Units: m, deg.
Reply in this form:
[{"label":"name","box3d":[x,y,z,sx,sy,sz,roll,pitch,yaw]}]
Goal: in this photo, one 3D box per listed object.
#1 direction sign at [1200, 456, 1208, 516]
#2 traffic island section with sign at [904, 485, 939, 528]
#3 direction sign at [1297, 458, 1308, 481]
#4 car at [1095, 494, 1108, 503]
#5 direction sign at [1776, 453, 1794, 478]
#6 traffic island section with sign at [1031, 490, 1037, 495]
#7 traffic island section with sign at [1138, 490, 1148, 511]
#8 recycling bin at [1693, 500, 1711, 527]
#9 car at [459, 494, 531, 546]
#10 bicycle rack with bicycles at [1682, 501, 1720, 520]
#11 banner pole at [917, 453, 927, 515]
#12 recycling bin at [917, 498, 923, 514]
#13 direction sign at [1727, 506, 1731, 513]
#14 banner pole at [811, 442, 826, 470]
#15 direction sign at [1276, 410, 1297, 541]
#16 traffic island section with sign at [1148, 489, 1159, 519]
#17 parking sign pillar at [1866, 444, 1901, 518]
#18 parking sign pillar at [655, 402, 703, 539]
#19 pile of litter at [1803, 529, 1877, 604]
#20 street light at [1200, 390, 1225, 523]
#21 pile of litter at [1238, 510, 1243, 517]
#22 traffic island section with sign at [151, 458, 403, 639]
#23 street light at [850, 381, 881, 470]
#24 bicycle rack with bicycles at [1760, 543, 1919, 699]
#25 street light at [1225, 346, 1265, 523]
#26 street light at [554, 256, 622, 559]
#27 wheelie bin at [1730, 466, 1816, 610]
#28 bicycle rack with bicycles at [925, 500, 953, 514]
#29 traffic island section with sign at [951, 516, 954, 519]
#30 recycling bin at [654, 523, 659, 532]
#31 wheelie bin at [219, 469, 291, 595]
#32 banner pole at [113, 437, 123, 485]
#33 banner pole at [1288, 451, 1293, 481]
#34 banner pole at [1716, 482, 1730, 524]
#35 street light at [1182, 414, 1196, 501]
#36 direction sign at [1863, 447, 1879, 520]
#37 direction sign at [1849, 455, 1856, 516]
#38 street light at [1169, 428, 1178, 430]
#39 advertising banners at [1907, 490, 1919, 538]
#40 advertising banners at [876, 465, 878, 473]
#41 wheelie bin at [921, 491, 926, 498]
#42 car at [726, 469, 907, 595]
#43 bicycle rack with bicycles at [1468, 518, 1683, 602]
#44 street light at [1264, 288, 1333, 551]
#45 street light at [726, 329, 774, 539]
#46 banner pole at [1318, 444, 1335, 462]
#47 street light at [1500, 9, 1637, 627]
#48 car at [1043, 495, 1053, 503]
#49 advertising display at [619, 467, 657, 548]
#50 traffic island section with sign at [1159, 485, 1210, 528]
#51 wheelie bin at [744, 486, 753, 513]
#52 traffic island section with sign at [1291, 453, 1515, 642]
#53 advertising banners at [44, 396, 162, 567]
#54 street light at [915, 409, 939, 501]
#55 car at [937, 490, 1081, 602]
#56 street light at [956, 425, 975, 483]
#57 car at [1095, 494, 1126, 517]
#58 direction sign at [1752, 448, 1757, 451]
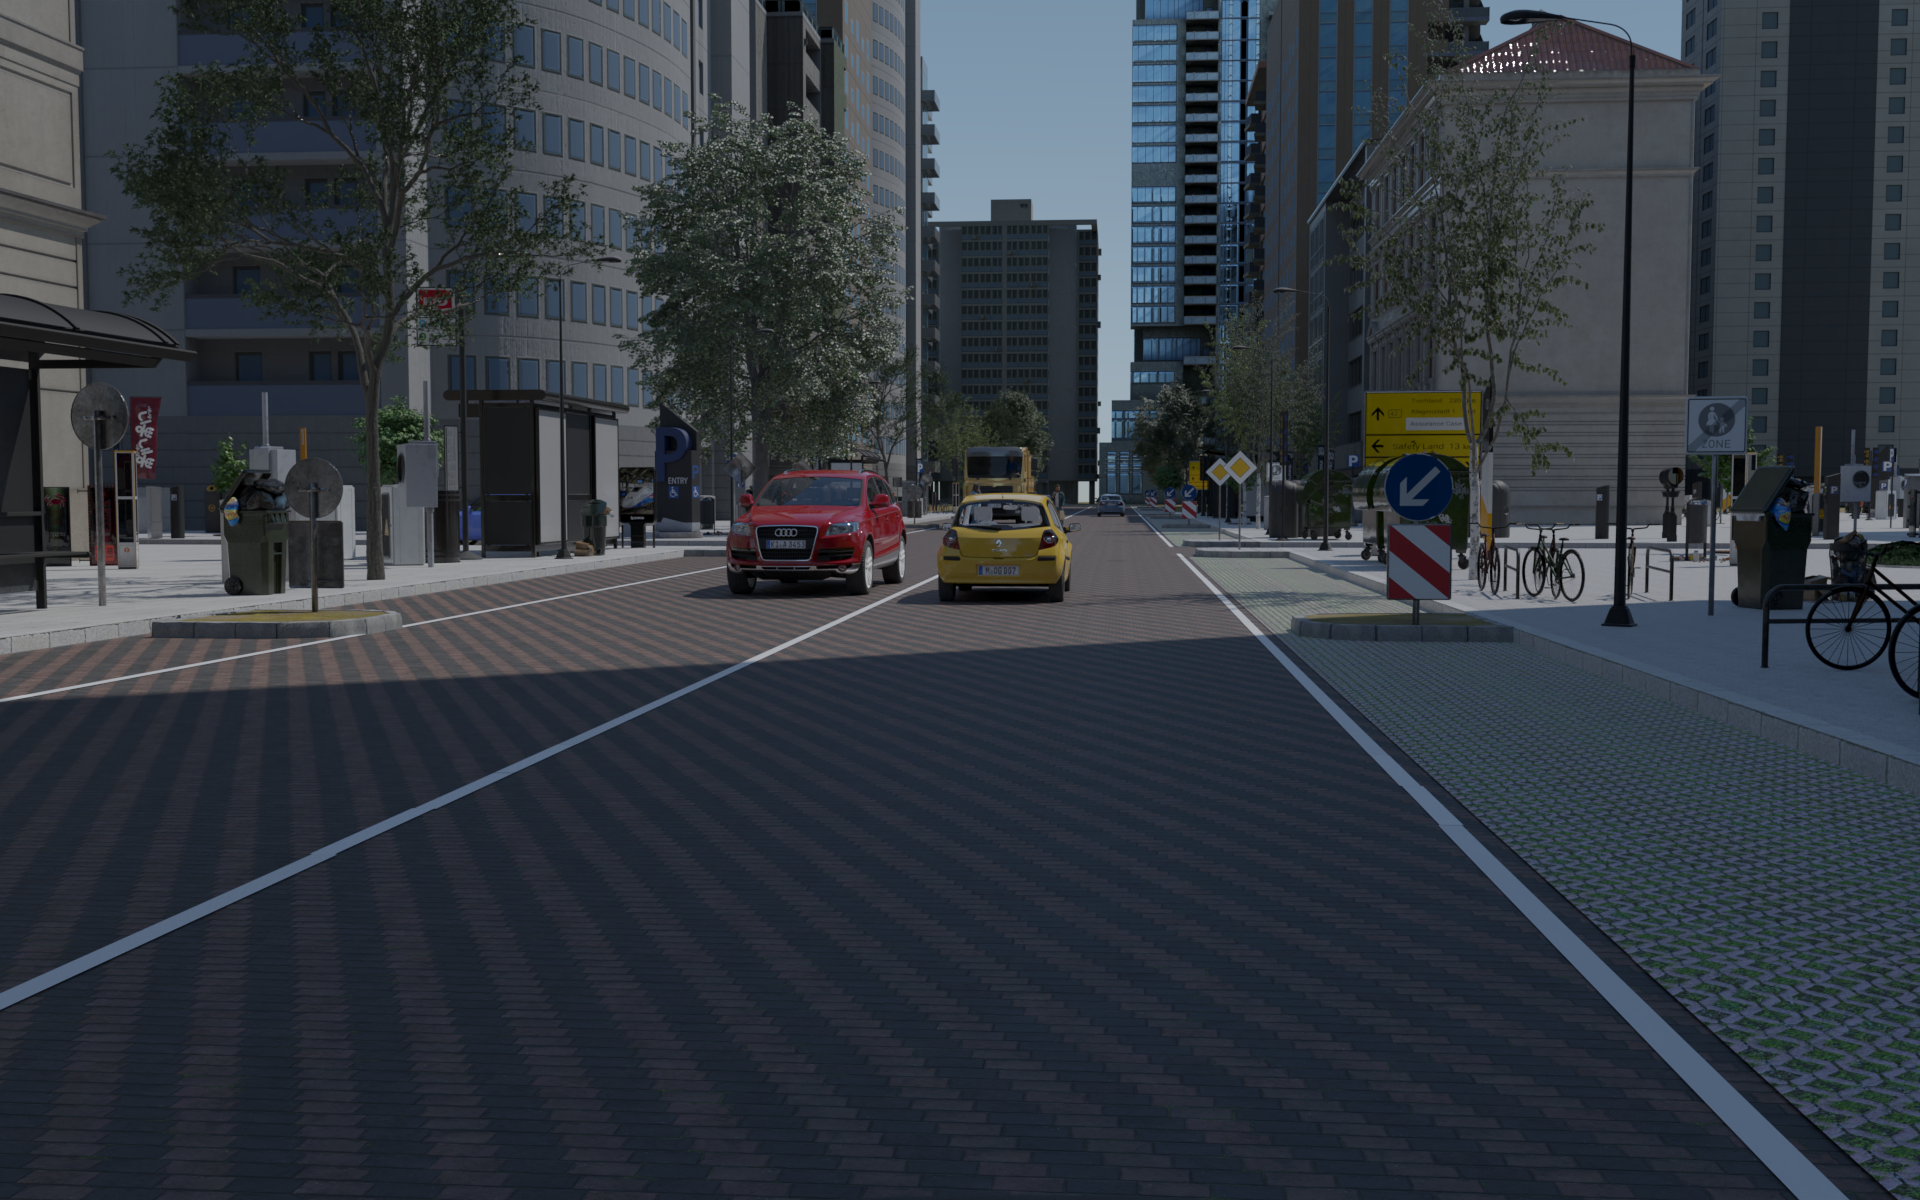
[{"label":"direction sign","box3d":[14.392,-6.746,102.296,0.379,3.537,0.876,3,4,38]},{"label":"traffic island section with sign","box3d":[-1.909,-3.966,73.478,1.989,1.847,2.006,0,4,5]},{"label":"direction sign","box3d":[21.745,-7.227,110.154,0.876,3.537,0.379,3,5,43]},{"label":"car","box3d":[14.347,-9.699,170.374,2.131,1.459,4.920,0,4,4]},{"label":"direction sign","box3d":[45.954,-6.394,96.540,0.876,3.537,0.379,3,4,39]},{"label":"traffic island section with sign","box3d":[7.667,-10.343,177.730,1.989,1.847,2.006,0,4,5]},{"label":"traffic island section with sign","box3d":[16.531,-8.601,149.260,1.989,1.847,2.006,0,4,5]},{"label":"recycling bin","box3d":[29.438,-3.427,68.580,0.722,1.027,0.722,2,4,29]},{"label":"car","box3d":[-12.558,-2.288,47.003,3.694,1.707,1.945,0,4,5]},{"label":"bicycle rack with bicycles","box3d":[36.701,-4.534,87.505,2.852,0.926,2.925,0,4,3]},{"label":"banner pole","box3d":[-2.399,-7.107,106.208,0.863,3.779,0.401,-3,4,-38]},{"label":"recycling bin","box3d":[-2.790,-5.813,107.600,0.722,1.027,0.722,3,4,36]},{"label":"direction sign","box3d":[51.497,-7.575,115.844,0.379,3.537,0.876,0,4,-7]},{"label":"banner pole","box3d":[-5.765,-4.964,71.183,0.863,3.779,0.401,-1,4,-12]},{"label":"direction sign","box3d":[8.843,-3.387,47.369,0.379,3.537,0.876,0,4,-2]},{"label":"traffic island section with sign","box3d":[11.956,-5.564,99.600,1.989,1.847,2.006,0,4,5]},{"label":"parking sign pillar","box3d":[50.333,-6.486,94.511,1.447,3.967,1.447,0,4,-7]},{"label":"parking sign pillar","box3d":[-8.223,-3.785,50.364,1.447,3.967,1.447,2,4,26]},{"label":"pile of litter","box3d":[10.522,-0.434,21.062,1.719,0.858,1.176,-3,4,-37]},{"label":"street light","box3d":[11.455,-6.410,77.347,1.470,5.913,1.316,0,4,5]},{"label":"pile of litter","box3d":[15.456,-5.125,97.763,1.176,0.858,1.719,-3,5,-40]},{"label":"traffic island section with sign","box3d":[-6.996,-0.581,18.120,1.989,1.847,2.006,0,4,5]},{"label":"street light","box3d":[-3.938,-6.037,71.240,1.470,5.913,1.316,0,4,5]},{"label":"bicycle rack with bicycles","box3d":[7.085,0.092,11.874,2.925,0.926,2.852,0,4,-5]},{"label":"street light","box3d":[9.221,-5.004,54.361,1.470,5.913,1.316,0,4,5]},{"label":"street light","box3d":[-7.301,-3.761,34.031,1.470,5.913,1.316,0,4,5]},{"label":"wheelie bin","box3d":[9.114,-0.706,19.450,0.693,1.594,0.980,-1,4,-10]},{"label":"bicycle rack with bicycles","box3d":[-1.760,-5.991,111.328,2.852,0.926,2.925,1,4,21]},{"label":"traffic island section with sign","box3d":[0.552,-5.608,100.321,1.989,1.847,2.006,0,4,5]},{"label":"recycling bin","box3d":[-9.553,-2.709,56.851,0.722,1.027,0.722,2,4,27]},{"label":"wheelie bin","box3d":[-8.973,-0.872,22.172,0.693,1.594,0.980,1,4,9]},{"label":"banner pole","box3d":[-28.015,-4.141,57.722,0.401,3.779,0.863,0,4,-2]},{"label":"banner pole","box3d":[16.766,-6.056,89.035,0.863,3.779,0.401,3,4,37]},{"label":"banner pole","box3d":[32.592,-5.167,74.491,0.863,3.779,0.401,-2,4,-24]},{"label":"street light","box3d":[13.542,-7.806,100.174,1.470,5.913,1.316,0,4,5]},{"label":"direction sign","box3d":[44.384,-5.654,84.445,0.379,3.537,0.876,-1,4,-20]},{"label":"direction sign","box3d":[51.376,-6.583,99.628,0.379,3.537,0.876,3,4,37]},{"label":"street light","box3d":[15.486,-9.173,122.523,1.470,5.913,1.316,0,4,5]},{"label":"advertising banners","box3d":[28.163,-3.329,50.609,0.090,3.025,2.074,1,4,9]},{"label":"advertising banners","box3d":[-5.186,-6.693,105.618,0.090,3.025,2.074,-1,4,-11]},{"label":"wheelie bin","box3d":[-2.808,-7.125,124.406,0.693,1.594,0.980,0,4,4]},{"label":"car","box3d":[-2.090,-1.085,26.415,2.281,1.827,5.304,0,4,7]},{"label":"bicycle rack with bicycles","box3d":[7.707,-0.508,21.692,2.852,0.926,2.925,1,4,14]},{"label":"street light","box3d":[7.740,-4.072,39.112,1.470,5.913,1.316,0,4,5]},{"label":"street light","box3d":[-5.923,-4.670,48.895,1.470,5.913,1.316,0,4,5]},{"label":"banner pole","box3d":[18.312,-5.907,86.596,0.863,3.779,0.401,1,4,14]},{"label":"street light","box3d":[5.882,-2.704,16.745,1.470,5.913,1.316,0,4,5]},{"label":"car","box3d":[6.709,-7.870,141.035,2.083,1.381,4.827,0,4,5]},{"label":"advertising display","box3d":[-7.681,-2.208,41.311,0.974,1.923,0.123,1,4,19]},{"label":"traffic island section with sign","box3d":[9.489,-3.922,72.758,1.989,1.847,2.006,0,4,5]},{"label":"wheelie bin","box3d":[-7.597,-3.432,64.025,0.693,1.594,0.980,2,4,28]},{"label":"traffic island section with sign","box3d":[4.429,-0.551,17.644,1.989,1.847,2.006,0,4,5]},{"label":"advertising banners","box3d":[-15.324,-2.121,30.872,2.074,3.025,0.090,-1,4,-20]},{"label":"street light","box3d":[-1.820,-7.403,93.573,1.470,5.913,1.316,0,4,5]},{"label":"car","box3d":[0.692,-0.873,24.495,2.015,1.641,3.980,0,4,5]},{"label":"street light","box3d":[0.284,-8.826,116.839,1.470,5.913,1.316,0,4,5]},{"label":"car","box3d":[9.644,-6.040,110.755,2.014,1.417,4.499,0,4,4]},{"label":"direction sign","box3d":[39.081,-5.750,86.016,0.379,3.537,0.876,-3,4,-38]}]
